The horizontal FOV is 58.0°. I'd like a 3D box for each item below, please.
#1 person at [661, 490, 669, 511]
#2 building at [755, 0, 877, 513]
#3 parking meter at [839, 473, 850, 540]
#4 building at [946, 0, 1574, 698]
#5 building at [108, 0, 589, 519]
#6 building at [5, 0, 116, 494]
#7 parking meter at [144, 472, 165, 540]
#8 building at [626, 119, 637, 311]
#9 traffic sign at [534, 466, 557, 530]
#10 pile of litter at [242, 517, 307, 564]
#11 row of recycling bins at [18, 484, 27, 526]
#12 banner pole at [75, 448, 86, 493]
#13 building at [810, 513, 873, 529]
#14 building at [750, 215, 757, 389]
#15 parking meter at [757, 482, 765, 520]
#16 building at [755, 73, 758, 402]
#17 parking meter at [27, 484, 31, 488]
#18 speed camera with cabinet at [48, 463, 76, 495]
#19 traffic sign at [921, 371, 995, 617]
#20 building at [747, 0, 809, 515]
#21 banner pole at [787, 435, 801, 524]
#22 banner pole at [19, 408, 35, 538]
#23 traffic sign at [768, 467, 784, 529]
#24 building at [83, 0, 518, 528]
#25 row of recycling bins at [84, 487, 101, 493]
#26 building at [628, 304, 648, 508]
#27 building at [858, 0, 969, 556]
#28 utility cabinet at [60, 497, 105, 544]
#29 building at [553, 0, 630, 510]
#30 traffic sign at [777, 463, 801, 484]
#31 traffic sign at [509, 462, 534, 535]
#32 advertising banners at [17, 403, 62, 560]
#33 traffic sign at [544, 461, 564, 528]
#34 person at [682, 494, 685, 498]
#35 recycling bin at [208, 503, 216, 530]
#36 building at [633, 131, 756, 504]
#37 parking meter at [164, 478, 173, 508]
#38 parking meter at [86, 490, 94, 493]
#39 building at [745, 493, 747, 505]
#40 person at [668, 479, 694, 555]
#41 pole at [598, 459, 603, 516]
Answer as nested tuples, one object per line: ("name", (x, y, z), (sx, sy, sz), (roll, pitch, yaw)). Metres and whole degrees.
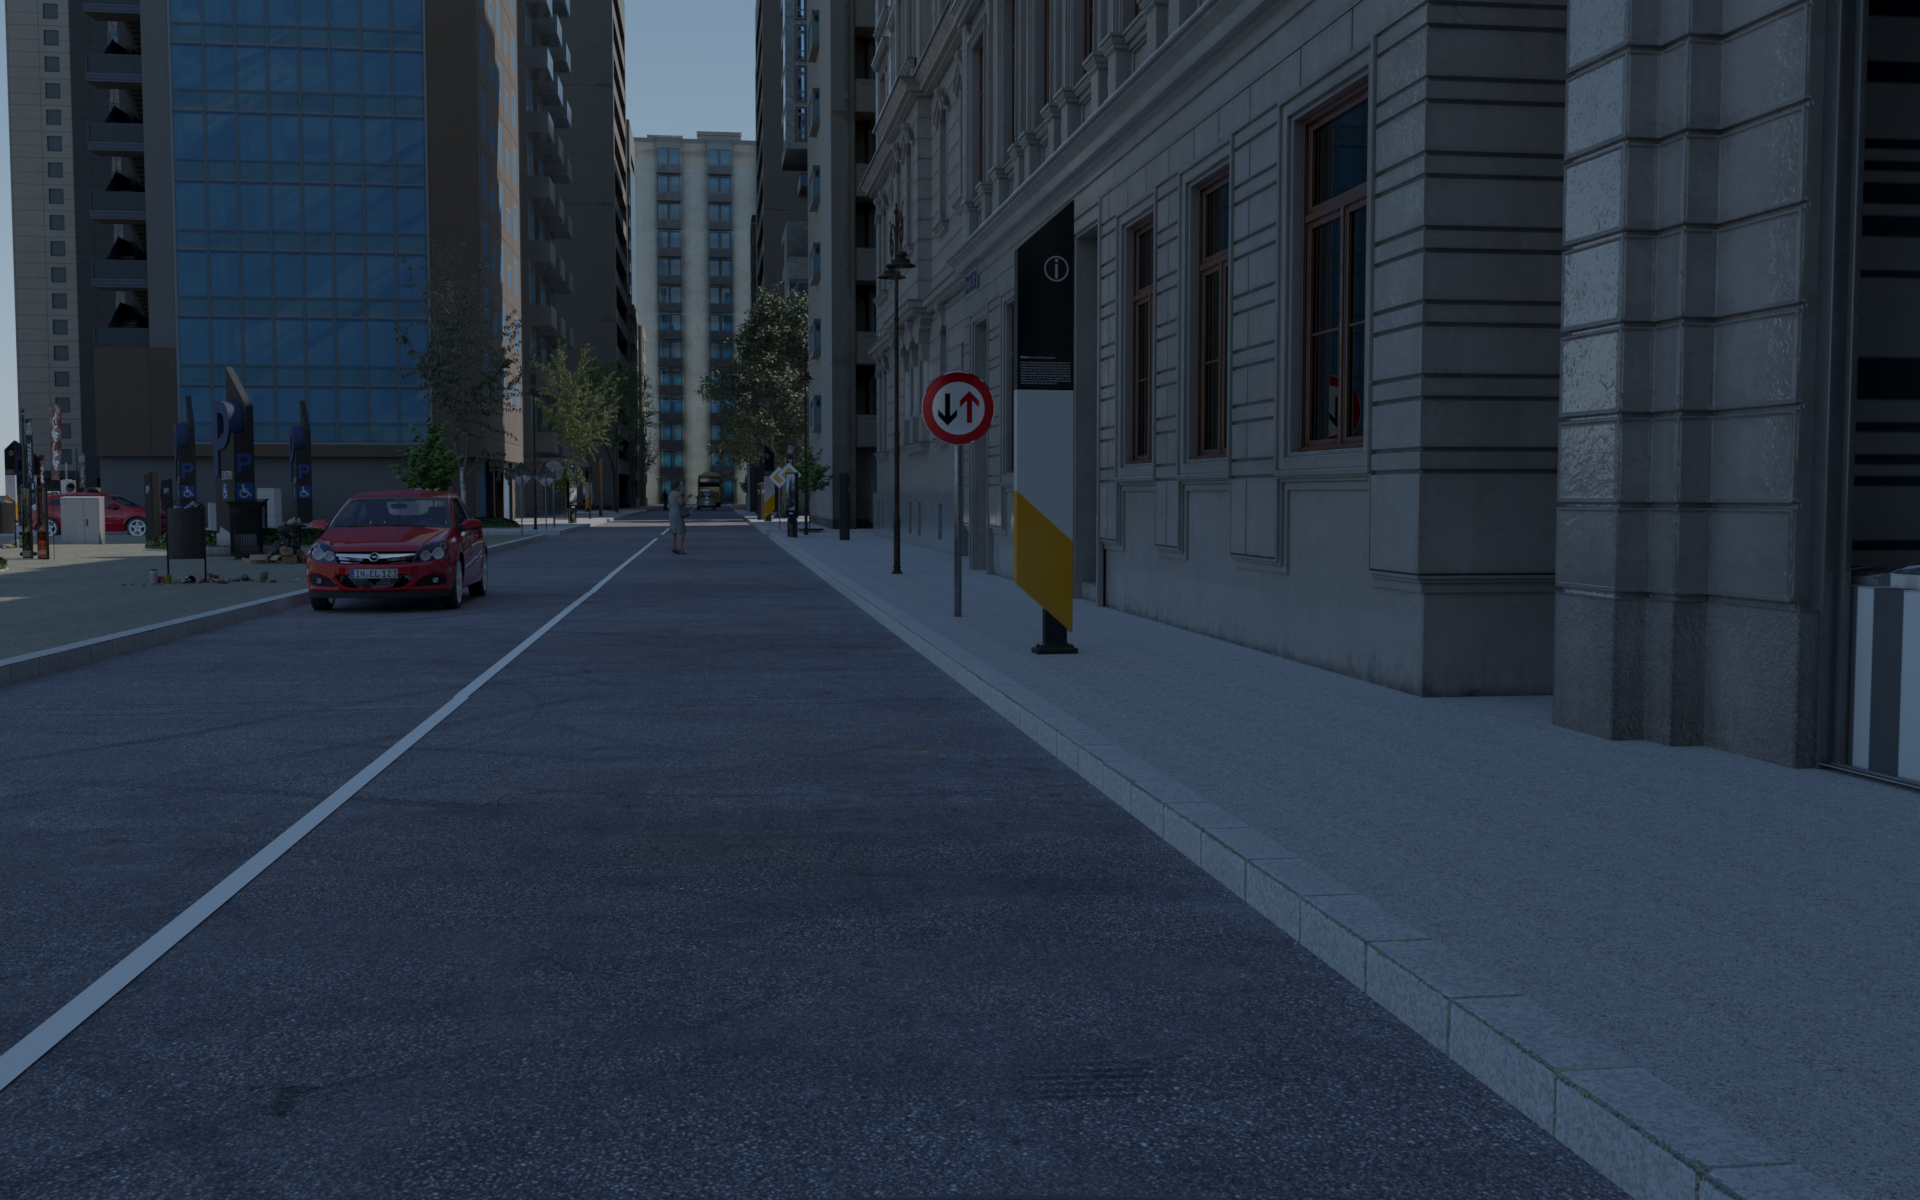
("person", (-25.615, -8.698, 150.721), (0.705, 1.822, 1.348), (2, 4, 34))
("building", (-6.557, -32.158, 149.488), (21.300, 48.544, 21.600), (-1, 4, -8))
("parking meter", (-3.213, -2.598, 48.194), (0.255, 1.863, 0.399), (0, 4, 4))
("building", (6.432, -11.278, 20.549), (11.583, 22.565, 21.152), (-1, 4, -8))
("building", (-34.523, -29.409, 100.443), (23.786, 49.044, 30.456), (-1, 4, -8))
("building", (-89.866, -46.051, 191.183), (20.611, 71.187, 20.563), (-1, 4, -8))
("parking meter", (-20.990, -2.405, 45.025), (0.399, 1.863, 0.255), (3, 5, 39))
("building", (-45.212, -33.751, 201.934), (14.200, 45.320, 14.600), (-1, 4, -8))
("traffic sign", (-14.777, -3.558, 61.808), (0.795, 2.450, 0.064), (-1, 4, -8))
("pile of litter", (-12.615, -1.111, 32.135), (1.176, 0.858, 1.719), (-3, 5, -42))
("row of recycling bins", (-38.202, -3.932, 71.403), (1.069, 1.692, 3.534), (-2, 4, -25))
("banner pole", (-47.862, -6.374, 94.230), (0.863, 3.779, 0.401), (1, 4, 22))
("building", (4.257, -27.508, 73.452), (21.600, 48.544, 21.300), (-1, 4, -8))
("building", (-14.927, -25.083, 181.813), (14.160, 30.474, 14.107), (-1, 4, -8))
("parking meter", (-9.861, -4.902, 85.860), (0.255, 1.863, 0.399), (2, 4, 34))
("building", (-12.575, -29.556, 166.842), (14.154, 41.232, 14.086), (-1, 4, -8))
("parking meter", (-35.817, -3.744, 66.927), (0.399, 1.863, 0.255), (0, 4, -7))
("speed camera with cabinet", (-56.736, -7.008, 108.918), (0.660, 3.252, 2.038), (2, 4, 32))
("traffic sign", (-0.020, -1.097, 18.041), (0.768, 2.556, 0.104), (0, 4, -5))
("building", (-3.386, -49.309, 118.879), (22.319, 86.520, 31.000), (-1, 4, -8))
("banner pole", (-7.170, -5.143, 74.097), (0.401, 3.779, 0.863), (-3, 5, -41))
("banner pole", (-27.216, -3.703, 50.557), (0.863, 3.779, 0.401), (3, 4, 39))
("traffic sign", (-6.564, -3.628, 62.961), (0.795, 2.450, 0.064), (-1, 4, -8))
("building", (-26.098, -25.753, 71.181), (14.600, 45.320, 14.200), (-1, 4, -8))
("row of recycling bins", (-54.474, -6.228, 108.943), (1.069, 1.692, 3.534), (-1, 4, -19))
("building", (-45.368, -19.884, 170.146), (27.650, 21.520, 28.899), (-1, 4, -8))
("building", (5.019, -15.644, 43.174), (14.401, 28.519, 23.554), (-1, 4, -8))
("utility cabinet", (-22.572, -2.043, 44.557), (1.020, 1.237, 0.306), (0, 4, 3))
("building", (-39.098, -31.856, 144.555), (21.300, 48.544, 21.600), (-1, 4, -8))
("traffic sign", (-5.430, -3.145, 55.057), (0.795, 2.450, 0.064), (-1, 4, -8))
("traffic sign", (-13.643, -3.074, 53.903), (0.795, 2.450, 0.064), (-1, 4, -8))
("advertising banners", (-18.047, -2.313, 33.999), (2.074, 3.025, 0.090), (3, 5, 41))
("traffic sign", (-15.492, -4.034, 66.060), (0.768, 2.556, 0.104), (0, 4, -5))
("person", (-22.514, -7.835, 139.790), (0.799, 1.438, 0.628), (0, 4, 0))
("recycling bin", (-21.486, -2.315, 50.408), (0.722, 1.027, 0.722), (-2, 4, -23))
("building", (-32.103, -37.431, 231.610), (30.456, 49.044, 23.786), (-1, 4, -8))
("parking meter", (-29.478, -3.587, 64.350), (0.399, 1.863, 0.255), (-1, 4, -18))
("parking meter", (-48.869, -5.439, 97.346), (0.372, 1.533, 0.369), (0, 3, 0))
("building", (-8.775, -31.176, 201.603), (32.217, 40.220, 23.993), (-1, 4, -8))
("person", (-6.583, -1.968, 41.030), (0.532, 1.782, 0.716), (-3, 4, -38))
("pole", (-20.693, -6.474, 99.692), (0.158, 3.312, 0.155), (0, 3, 0))
